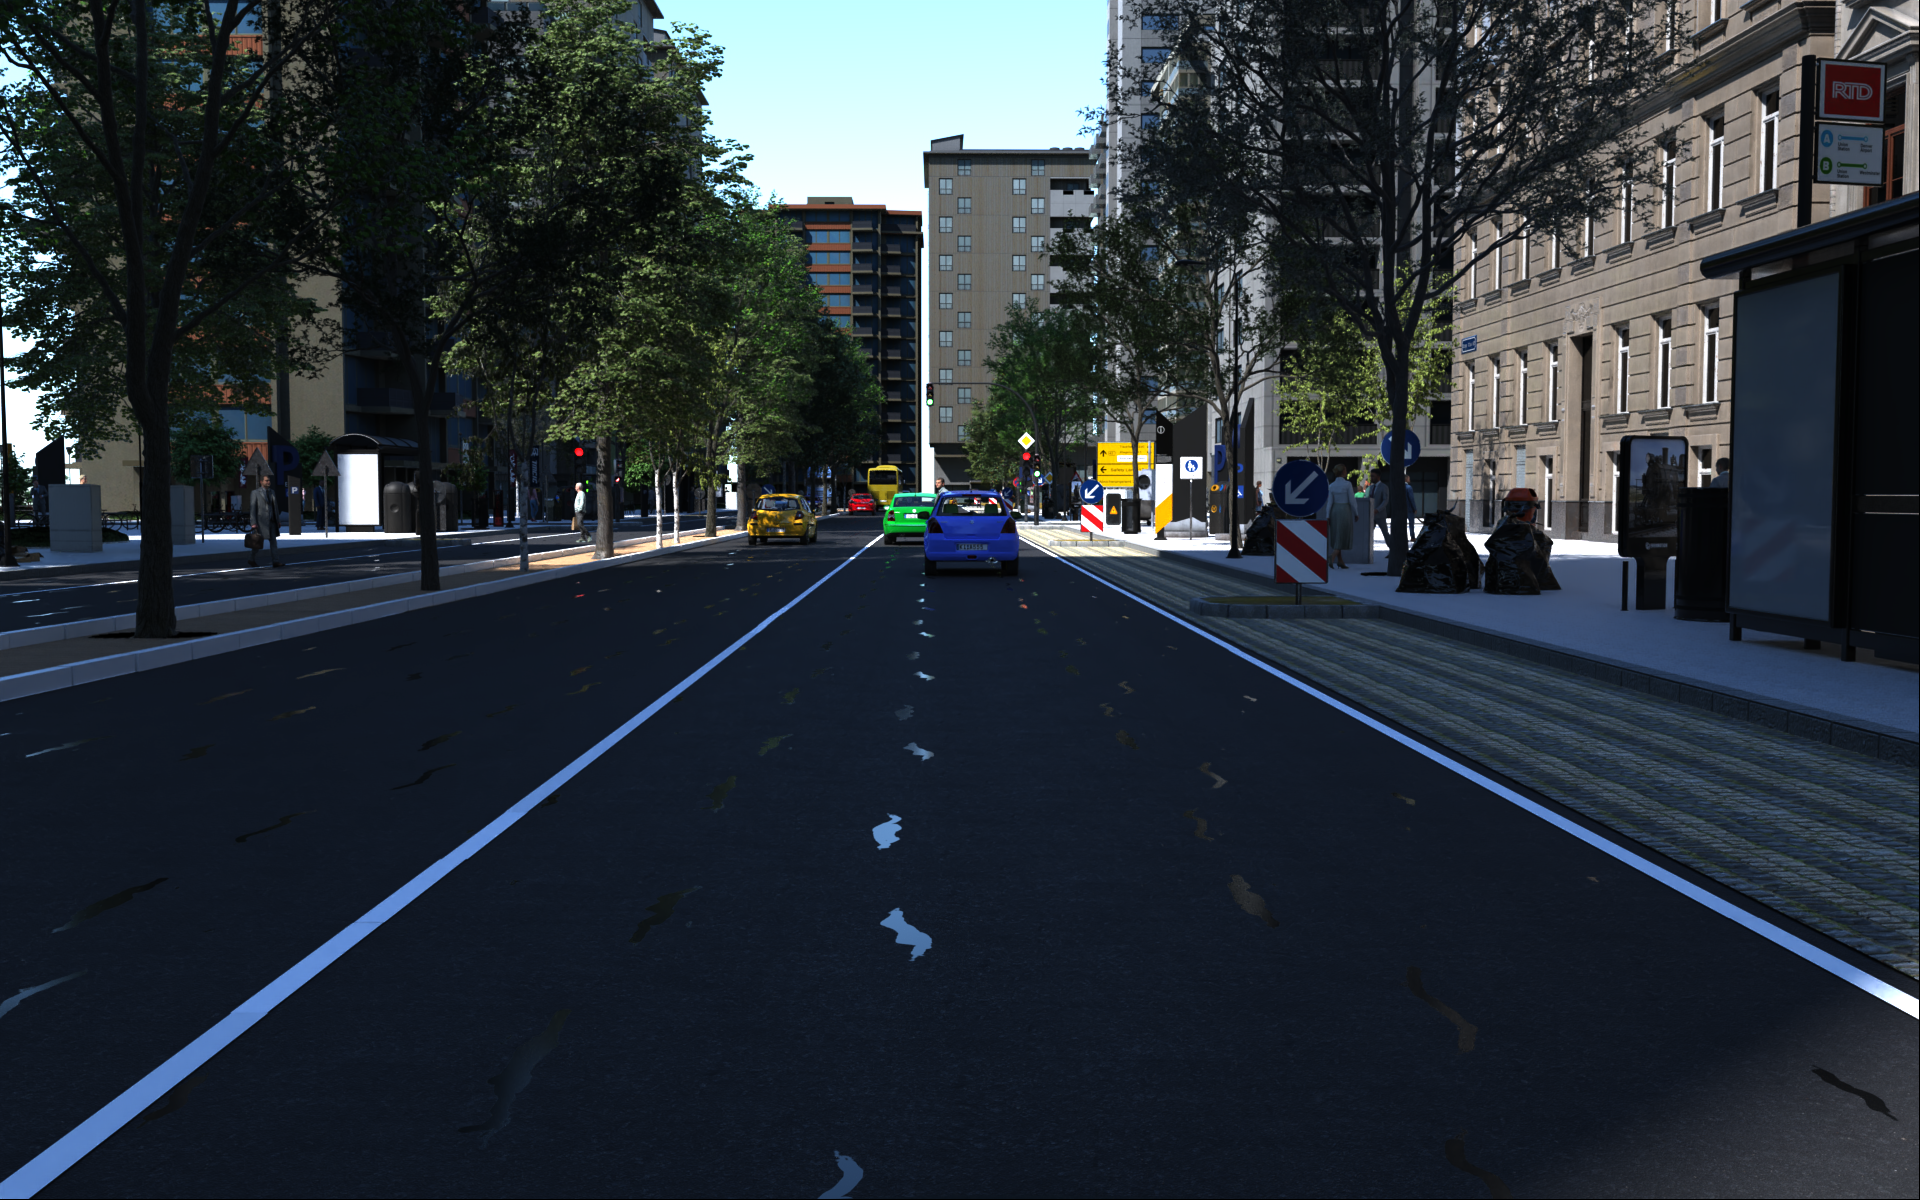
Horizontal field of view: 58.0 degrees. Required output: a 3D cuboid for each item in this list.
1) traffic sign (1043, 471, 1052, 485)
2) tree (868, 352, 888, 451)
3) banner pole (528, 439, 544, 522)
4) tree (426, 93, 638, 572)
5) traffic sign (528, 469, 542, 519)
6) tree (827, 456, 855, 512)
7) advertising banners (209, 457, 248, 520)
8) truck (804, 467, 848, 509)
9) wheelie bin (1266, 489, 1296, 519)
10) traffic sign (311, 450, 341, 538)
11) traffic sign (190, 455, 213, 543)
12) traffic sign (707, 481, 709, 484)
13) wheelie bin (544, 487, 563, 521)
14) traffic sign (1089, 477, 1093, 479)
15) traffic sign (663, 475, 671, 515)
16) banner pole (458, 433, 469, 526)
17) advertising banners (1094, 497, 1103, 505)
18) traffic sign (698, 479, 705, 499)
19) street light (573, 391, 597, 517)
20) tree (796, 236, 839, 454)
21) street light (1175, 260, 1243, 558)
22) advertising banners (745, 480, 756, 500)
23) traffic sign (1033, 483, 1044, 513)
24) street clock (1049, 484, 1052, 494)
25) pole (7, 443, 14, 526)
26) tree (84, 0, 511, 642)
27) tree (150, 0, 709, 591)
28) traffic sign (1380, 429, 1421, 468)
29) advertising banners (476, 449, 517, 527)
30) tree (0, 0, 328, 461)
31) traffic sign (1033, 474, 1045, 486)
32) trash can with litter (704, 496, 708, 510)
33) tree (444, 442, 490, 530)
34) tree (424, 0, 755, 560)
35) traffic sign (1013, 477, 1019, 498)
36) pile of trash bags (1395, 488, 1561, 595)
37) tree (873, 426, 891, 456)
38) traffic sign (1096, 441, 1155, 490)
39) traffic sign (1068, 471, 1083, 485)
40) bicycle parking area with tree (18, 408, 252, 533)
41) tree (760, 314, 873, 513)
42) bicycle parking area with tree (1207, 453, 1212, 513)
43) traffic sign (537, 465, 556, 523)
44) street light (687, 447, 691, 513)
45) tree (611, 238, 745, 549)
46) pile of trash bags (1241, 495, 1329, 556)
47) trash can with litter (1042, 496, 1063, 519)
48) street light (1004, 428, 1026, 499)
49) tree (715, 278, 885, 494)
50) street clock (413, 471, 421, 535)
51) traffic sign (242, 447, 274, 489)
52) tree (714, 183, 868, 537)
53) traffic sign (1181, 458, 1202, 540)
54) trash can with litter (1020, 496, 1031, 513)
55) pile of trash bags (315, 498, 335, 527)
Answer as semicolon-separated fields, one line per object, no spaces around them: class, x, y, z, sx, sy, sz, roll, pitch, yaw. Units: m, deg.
traffic sign;5.162;-6.084;99.201;0.795;2.593;0.064;1;4;9
tree;-8.433;-10.489;99.709;9.928;11.665;9.643;0;3;0
banner pole;-19.087;-5.403;78.355;0.863;3.779;0.401;0;4;7
tree;-8.023;-4.831;31.799;4.360;8.622;3.978;0;3;0
traffic sign;-20.305;-5.042;82.545;0.768;2.556;0.104;0;4;0
tree;-9.073;-11.190;135.768;4.360;8.622;3.978;0;3;0
advertising banners;-34.330;-5.208;81.342;2.074;3.025;0.090;1;4;10
truck;-12.420;-10.665;164.133;2.967;4.110;18.799;0;4;1
wheelie bin;7.669;-2.012;40.808;0.693;1.594;0.980;-3;4;-36
traffic sign;-18.563;-3.100;50.692;0.884;2.594;0.081;0;4;2
traffic sign;-19.919;-2.654;45.515;0.606;2.300;0.079;0;4;5
traffic sign;-20.485;-8.639;141.361;0.768;2.556;0.104;0;4;5
wheelie bin;-19.166;-4.510;81.648;0.980;1.594;0.693;2;4;28
traffic sign;7.956;-6.179;103.163;0.606;2.300;0.079;0;4;8
traffic sign;-17.716;-6.348;103.897;0.768;2.556;0.104;0;4;5
banner pole;-20.144;-4.913;70.350;0.863;3.779;0.401;3;5;42
advertising banners;6.201;-4.375;67.724;2.074;3.025;0.090;1;4;15
traffic sign;-21.002;-8.619;141.019;0.768;2.556;0.104;0;4;1
street light;-16.845;-6.461;78.172;1.470;5.913;1.316;0;4;-1
tree;-8.613;-8.980;67.404;7.486;12.596;7.792;0;3;0
street light;4.951;-3.788;34.480;1.470;5.913;1.316;0;4;-1
advertising banners;-18.567;-9.586;152.911;0.090;3.025;2.074;2;4;30
traffic sign;5.406;-7.235;118.301;0.884;2.594;0.081;0;4;3
street clock;6.070;-7.010;119.176;0.471;2.002;0.358;-2;4;-24
pole;-38.024;-4.620;69.378;0.158;3.312;0.155;0;3;0
tree;-7.907;-5.418;16.790;9.928;11.665;9.643;0;3;0
tree;-7.819;-5.431;25.672;8.767;10.594;7.601;0;4;-1
traffic sign;8.519;-2.047;33.568;0.768;2.556;0.104;0;4;5
advertising banners;-18.117;-4.381;67.824;2.074;3.025;0.090;2;4;25
tree;-17.695;-7.367;38.576;7.486;12.596;7.792;0;3;0
traffic sign;4.766;-6.430;105.237;0.768;2.556;0.104;0;4;2
trash can with litter;-20.624;-7.872;140.090;1.055;1.170;0.624;3;5;39
tree;-17.526;-4.161;62.627;1.663;3.219;1.824;0;3;0
tree;-7.880;-7.175;37.903;7.486;12.596;7.792;0;3;0
traffic sign;4.403;-8.010;131.073;0.768;2.556;0.104;0;4;2
pile of trash bags;7.251;-0.844;23.558;1.912;1.369;3.447;2;4;32
tree;-9.299;-11.790;129.635;8.767;10.594;7.601;0;4;-1
traffic sign;6.409;-4.474;67.022;2.265;3.308;0.079;1;4;9
traffic sign;6.592;-6.015;98.349;0.884;2.594;0.081;0;4;8
bicycle parking area with tree;-27.879;-4.446;59.694;9.016;4.147;8.231;0;4;-1
tree;-8.763;-8.827;81.194;8.767;10.594;7.601;0;4;-1
bicycle parking area with tree;18.243;-8.035;118.372;9.016;4.147;8.231;0;4;-4
traffic sign;-18.495;-4.741;77.522;0.884;2.594;0.081;0;4;4
street light;-17.459;-8.709;114.932;1.470;5.913;1.316;0;4;-1
tree;-8.155;-5.923;49.661;4.737;8.622;4.395;0;3;0
pile of trash bags;7.402;-1.681;37.239;1.912;1.369;3.447;2;4;30
trash can with litter;4.788;-4.747;88.993;1.055;1.170;0.624;-1;4;-10
street light;3.941;-8.868;117.527;1.470;5.913;1.316;0;4;-1
tree;-8.753;-10.419;89.820;9.611;12.733;9.660;0;3;0
street clock;-16.818;-3.012;53.820;0.358;2.002;0.471;-2;4;-30
traffic sign;-19.540;-2.947;48.188;0.884;2.594;0.081;0;4;0
tree;-8.157;-7.879;57.033;9.928;11.665;9.643;0;3;0
traffic sign;6.398;-2.802;47.936;0.606;2.300;0.079;0;4;2
trash can with litter;4.400;-6.324;114.783;0.624;1.170;1.055;-2;4;-28
pile of trash bags;-24.686;-3.658;69.560;1.912;1.369;3.447;-1;4;-8
